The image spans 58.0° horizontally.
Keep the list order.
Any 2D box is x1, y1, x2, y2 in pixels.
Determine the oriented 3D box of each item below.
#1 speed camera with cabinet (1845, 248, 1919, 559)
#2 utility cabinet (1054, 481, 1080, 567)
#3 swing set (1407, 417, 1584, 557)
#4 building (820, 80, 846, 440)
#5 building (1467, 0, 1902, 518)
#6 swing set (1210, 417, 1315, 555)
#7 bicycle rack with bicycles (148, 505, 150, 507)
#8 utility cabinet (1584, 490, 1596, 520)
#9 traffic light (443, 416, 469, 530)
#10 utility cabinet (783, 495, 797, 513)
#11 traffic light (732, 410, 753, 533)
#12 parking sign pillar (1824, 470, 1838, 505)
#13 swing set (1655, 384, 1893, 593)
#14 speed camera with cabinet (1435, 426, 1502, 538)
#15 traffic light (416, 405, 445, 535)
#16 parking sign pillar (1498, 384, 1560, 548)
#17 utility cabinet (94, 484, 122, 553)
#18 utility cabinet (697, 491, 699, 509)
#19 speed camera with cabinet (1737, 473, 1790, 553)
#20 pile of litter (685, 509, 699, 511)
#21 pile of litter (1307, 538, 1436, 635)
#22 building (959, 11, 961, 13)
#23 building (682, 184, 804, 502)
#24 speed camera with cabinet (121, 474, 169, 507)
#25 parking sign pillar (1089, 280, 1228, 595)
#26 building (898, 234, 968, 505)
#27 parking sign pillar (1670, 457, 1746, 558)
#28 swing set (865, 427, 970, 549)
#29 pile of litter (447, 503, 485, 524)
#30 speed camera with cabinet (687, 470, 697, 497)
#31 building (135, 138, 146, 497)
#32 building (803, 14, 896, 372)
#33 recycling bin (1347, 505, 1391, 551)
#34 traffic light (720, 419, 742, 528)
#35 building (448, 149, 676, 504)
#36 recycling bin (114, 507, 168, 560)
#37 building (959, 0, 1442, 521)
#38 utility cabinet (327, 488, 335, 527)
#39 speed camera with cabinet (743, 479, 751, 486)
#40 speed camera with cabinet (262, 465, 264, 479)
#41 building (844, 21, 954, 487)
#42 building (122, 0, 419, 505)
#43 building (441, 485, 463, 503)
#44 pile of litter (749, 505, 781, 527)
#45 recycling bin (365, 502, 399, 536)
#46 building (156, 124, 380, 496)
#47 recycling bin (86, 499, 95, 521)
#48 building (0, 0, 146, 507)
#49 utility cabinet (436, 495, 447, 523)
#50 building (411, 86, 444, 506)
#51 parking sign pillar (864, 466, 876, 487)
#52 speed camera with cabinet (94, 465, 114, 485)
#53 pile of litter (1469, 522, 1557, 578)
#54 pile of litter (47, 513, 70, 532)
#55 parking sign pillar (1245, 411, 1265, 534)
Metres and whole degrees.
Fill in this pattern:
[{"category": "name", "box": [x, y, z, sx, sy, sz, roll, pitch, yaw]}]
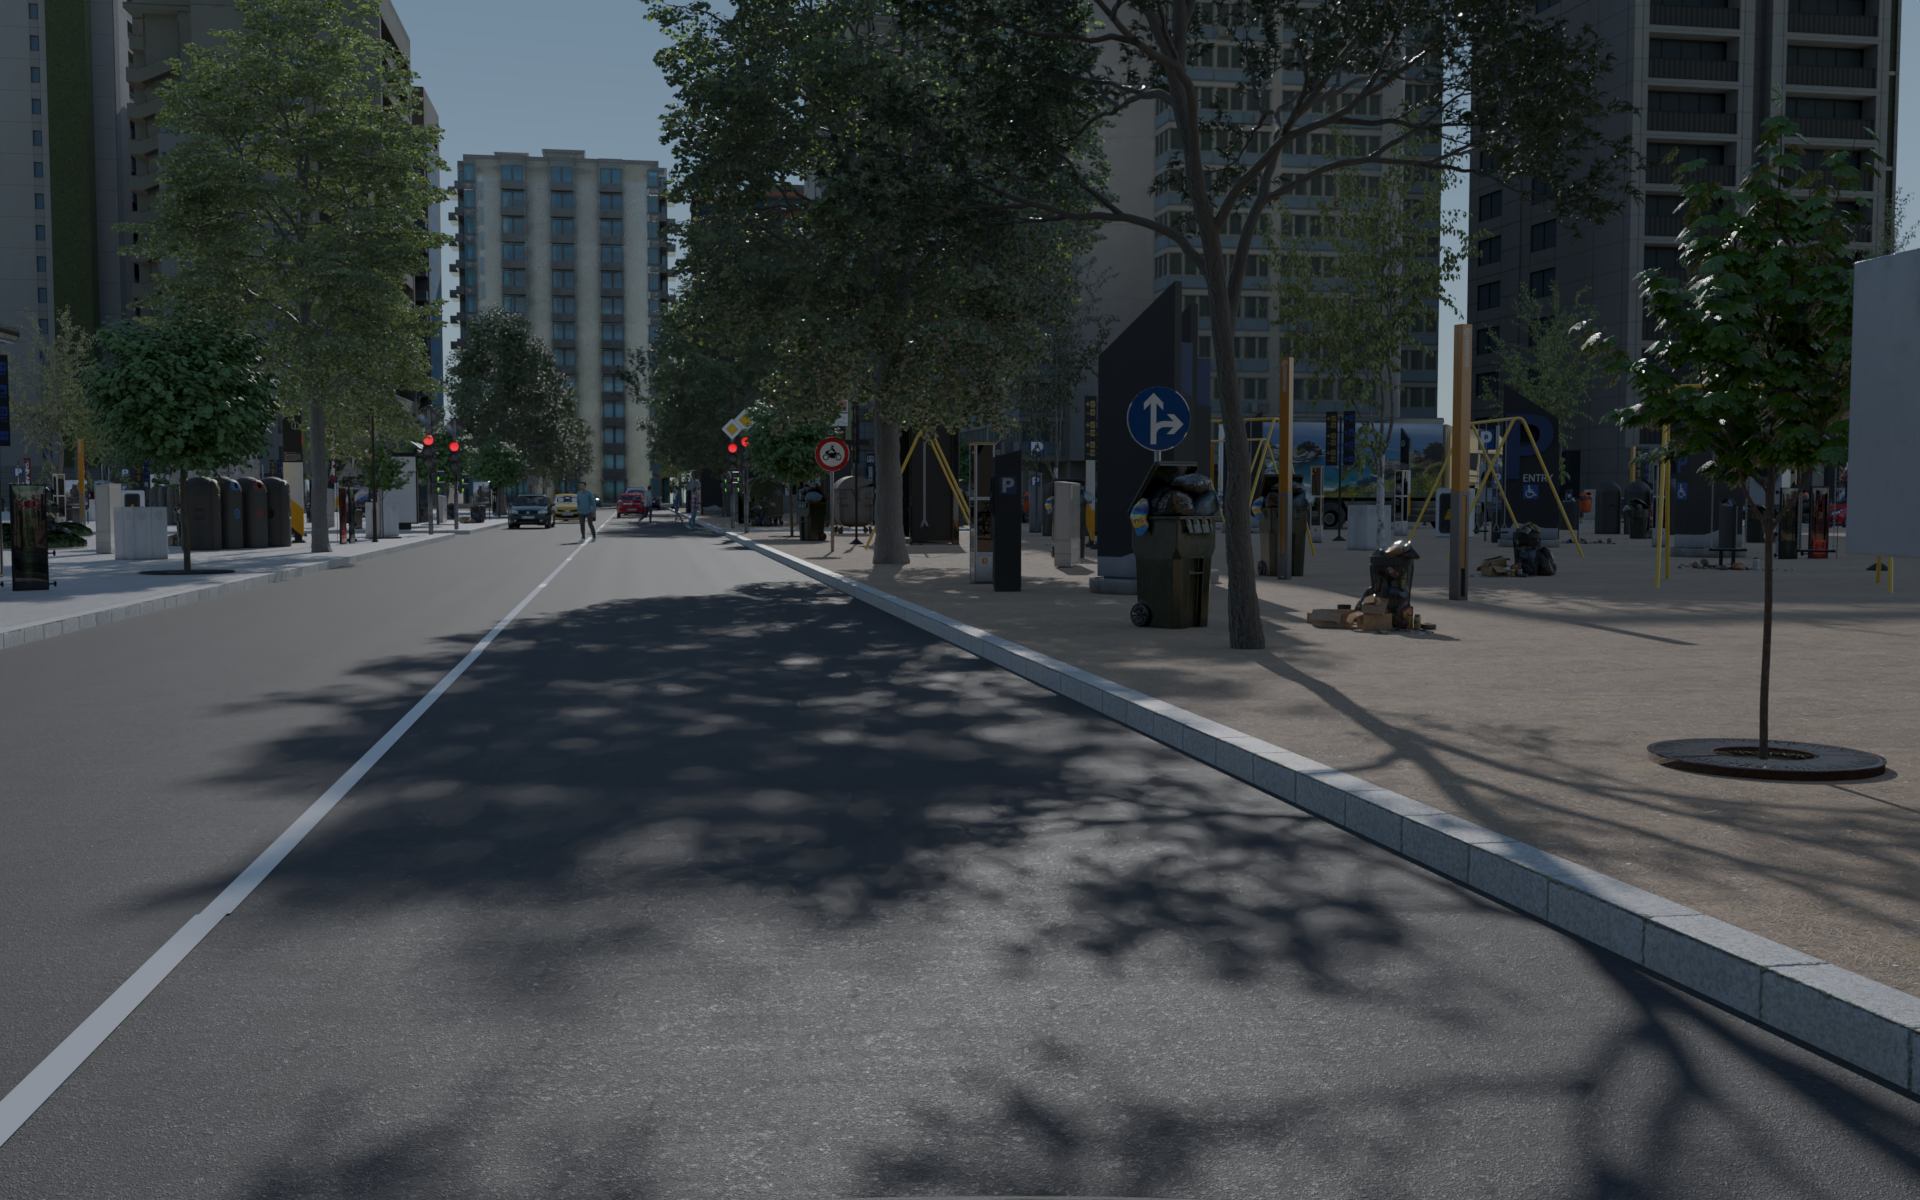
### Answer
[{"category": "speed camera with cabinet", "box": [4.369, -0.733, 6.321, 2.038, 3.252, 0.660, 0, 4, -5]}, {"category": "utility cabinet", "box": [1.912, -1.342, 30.624, 0.318, 1.500, 1.173, 1, 4, 12]}, {"category": "swing set", "box": [11.174, -2.383, 36.587, 2.862, 2.851, 3.119, 0, 4, -4]}, {"category": "building", "box": [-5.915, -31.737, 169.010, 14.600, 45.320, 14.200, -1, 4, -11]}, {"category": "building", "box": [43.534, -40.389, 98.605, 20.611, 71.187, 20.563, -1, 4, -11]}, {"category": "swing set", "box": [5.536, -2.361, 36.220, 2.862, 2.851, 3.119, -3, 5, -44]}, {"category": "bicycle rack with bicycles", "box": [-57.408, -6.773, 124.128, 2.852, 0.926, 2.925, -3, 5, -43]}, {"category": "utility cabinet", "box": [31.425, -4.696, 85.458, 1.173, 1.500, 0.318, 2, 4, 35]}, {"category": "traffic light", "box": [-18.228, -4.509, 62.641, 0.839, 4.253, 0.868, -1, 4, -11]}, {"category": "utility cabinet", "box": [-11.679, -6.576, 118.676, 1.020, 1.237, 0.306, -2, 4, -24]}, {"category": "traffic light", "box": [-7.015, -4.141, 56.632, 0.839, 4.253, 0.868, -1, 4, -11]}, {"category": "parking sign pillar", "box": [40.908, -5.684, 81.400, 1.447, 3.967, 1.447, 1, 4, 20]}, {"category": "swing set", "box": [11.280, -1.632, 24.306, 3.119, 2.851, 2.862, 2, 4, 25]}, {"category": "speed camera with cabinet", "box": [14.937, -3.437, 50.533, 0.660, 3.252, 2.038, -3, 5, -45]}, {"category": "traffic light", "box": [-16.753, -4.029, 54.792, 0.839, 4.253, 0.868, -1, 4, -11]}, {"category": "parking sign pillar", "box": [13.838, -3.275, 42.018, 1.447, 3.967, 1.447, 1, 4, 14]}, {"category": "utility cabinet", "box": [-18.473, -1.766, 37.560, 0.318, 1.500, 1.173, -1, 4, -15]}, {"category": "utility cabinet", "box": [-20.389, -7.780, 135.877, 0.318, 1.500, 1.173, 1, 4, 23]}, {"category": "speed camera with cabinet", "box": [17.006, -2.665, 37.902, 2.038, 3.252, 0.660, 3, 5, 43]}, {"category": "pile of litter", "box": [-20.438, -7.265, 132.753, 1.176, 0.858, 1.719, -1, 4, -20]}, {"category": "pile of litter", "box": [3.941, -0.164, 16.644, 1.176, 0.858, 1.719, 0, 4, 3]}, {"category": "building", "box": [4.055, -57.457, 252.094, 31.000, 86.520, 22.319, -1, 4, -11]}, {"category": "building", "box": [-25.545, -36.253, 247.363, 28.867, 44.769, 22.147, -1, 4, -11]}, {"category": "speed camera with cabinet", "box": [-36.119, -5.033, 76.631, 2.038, 3.252, 0.660, -3, 5, -40]}, {"category": "parking sign pillar", "box": [2.412, -2.084, 22.552, 1.447, 3.967, 1.447, -3, 5, -43]}, {"category": "building", "box": [9.677, -17.419, 129.847, 27.650, 21.520, 28.899, -1, 4, -11]}, {"category": "parking sign pillar", "box": [15.332, -2.870, 35.393, 1.447, 3.967, 1.447, -1, 4, -13]}, {"category": "swing set", "box": [-0.856, -2.690, 41.598, 2.862, 2.851, 3.119, 0, 4, -3]}, {"category": "pile of litter", "box": [-21.558, -3.800, 76.097, 1.176, 0.858, 1.719, 2, 4, 23]}, {"category": "speed camera with cabinet", "box": [-17.697, -7.614, 118.820, 2.038, 3.252, 0.660, -1, 4, -10]}, {"category": "building", "box": [-77.647, -30.575, 183.488, 14.086, 41.232, 14.154, -1, 4, -11]}, {"category": "building", "box": [-2.472, -36.781, 190.600, 28.713, 52.752, 27.495, -1, 4, -11]}, {"category": "recycling bin", "box": [9.368, -1.658, 39.663, 0.722, 1.027, 0.722, -1, 4, -23]}, {"category": "traffic light", "box": [-8.490, -4.621, 64.481, 0.839, 4.253, 0.868, -1, 4, -11]}, {"category": "building", "box": [-55.344, -38.147, 243.313, 30.456, 49.044, 23.786, -1, 4, -11]}, {"category": "recycling bin", "box": [-16.099, -1.314, 34.043, 0.722, 1.027, 0.722, 2, 4, 33]}, {"category": "building", "box": [13.225, -24.764, 96.775, 23.993, 40.220, 32.217, -1, 4, -11]}, {"category": "utility cabinet", "box": [-24.316, -3.546, 66.650, 0.318, 1.500, 1.173, -2, 4, -29]}, {"category": "speed camera with cabinet", "box": [-12.582, -6.981, 108.475, 2.038, 3.252, 0.660, 1, 4, 10]}, {"category": "speed camera with cabinet", "box": [-47.668, -7.529, 117.434, 0.660, 3.252, 2.038, -3, 5, -40]}, {"category": "building", "box": [-3.500, -28.816, 154.731, 14.154, 41.232, 14.086, -1, 4, -11]}, {"category": "building", "box": [-61.548, -32.555, 155.982, 21.300, 48.544, 21.600, -1, 4, -11]}, {"category": "building", "box": [-84.676, -39.747, 239.107, 27.495, 52.752, 28.713, -1, 4, -11]}, {"category": "pile of litter", "box": [-7.871, -3.341, 68.596, 1.719, 0.858, 1.176, 2, 4, 35]}, {"category": "recycling bin", "box": [-17.577, -2.454, 52.670, 0.722, 1.027, 0.722, 3, 4, 38]}, {"category": "building", "box": [-55.023, -22.483, 139.294, 14.160, 30.474, 14.107, -1, 4, -11]}, {"category": "recycling bin", "box": [-41.036, -4.228, 81.686, 0.722, 1.027, 0.722, 0, 4, 8]}, {"category": "building", "box": [-97.889, -38.754, 175.629, 28.212, 58.520, 21.231, -1, 4, -11]}, {"category": "utility cabinet", "box": [-22.936, -4.004, 76.630, 0.306, 1.237, 1.020, 0, 4, -7]}, {"category": "building", "box": [-63.761, -32.779, 186.040, 14.200, 45.320, 14.600, -1, 4, -11]}, {"category": "parking sign pillar", "box": [-6.361, -8.256, 123.464, 1.447, 3.967, 1.447, -2, 4, -30]}, {"category": "speed camera with cabinet", "box": [-64.105, -8.235, 128.971, 2.038, 3.252, 0.660, -1, 4, -23]}, {"category": "pile of litter", "box": [8.654, -0.809, 27.187, 1.719, 0.858, 1.176, -2, 4, -24]}, {"category": "pile of litter", "box": [-23.316, -1.840, 44.041, 1.719, 0.858, 1.176, -2, 4, -25]}, {"category": "parking sign pillar", "box": [9.305, -4.178, 56.788, 1.447, 3.967, 1.447, 2, 4, 24]}]
